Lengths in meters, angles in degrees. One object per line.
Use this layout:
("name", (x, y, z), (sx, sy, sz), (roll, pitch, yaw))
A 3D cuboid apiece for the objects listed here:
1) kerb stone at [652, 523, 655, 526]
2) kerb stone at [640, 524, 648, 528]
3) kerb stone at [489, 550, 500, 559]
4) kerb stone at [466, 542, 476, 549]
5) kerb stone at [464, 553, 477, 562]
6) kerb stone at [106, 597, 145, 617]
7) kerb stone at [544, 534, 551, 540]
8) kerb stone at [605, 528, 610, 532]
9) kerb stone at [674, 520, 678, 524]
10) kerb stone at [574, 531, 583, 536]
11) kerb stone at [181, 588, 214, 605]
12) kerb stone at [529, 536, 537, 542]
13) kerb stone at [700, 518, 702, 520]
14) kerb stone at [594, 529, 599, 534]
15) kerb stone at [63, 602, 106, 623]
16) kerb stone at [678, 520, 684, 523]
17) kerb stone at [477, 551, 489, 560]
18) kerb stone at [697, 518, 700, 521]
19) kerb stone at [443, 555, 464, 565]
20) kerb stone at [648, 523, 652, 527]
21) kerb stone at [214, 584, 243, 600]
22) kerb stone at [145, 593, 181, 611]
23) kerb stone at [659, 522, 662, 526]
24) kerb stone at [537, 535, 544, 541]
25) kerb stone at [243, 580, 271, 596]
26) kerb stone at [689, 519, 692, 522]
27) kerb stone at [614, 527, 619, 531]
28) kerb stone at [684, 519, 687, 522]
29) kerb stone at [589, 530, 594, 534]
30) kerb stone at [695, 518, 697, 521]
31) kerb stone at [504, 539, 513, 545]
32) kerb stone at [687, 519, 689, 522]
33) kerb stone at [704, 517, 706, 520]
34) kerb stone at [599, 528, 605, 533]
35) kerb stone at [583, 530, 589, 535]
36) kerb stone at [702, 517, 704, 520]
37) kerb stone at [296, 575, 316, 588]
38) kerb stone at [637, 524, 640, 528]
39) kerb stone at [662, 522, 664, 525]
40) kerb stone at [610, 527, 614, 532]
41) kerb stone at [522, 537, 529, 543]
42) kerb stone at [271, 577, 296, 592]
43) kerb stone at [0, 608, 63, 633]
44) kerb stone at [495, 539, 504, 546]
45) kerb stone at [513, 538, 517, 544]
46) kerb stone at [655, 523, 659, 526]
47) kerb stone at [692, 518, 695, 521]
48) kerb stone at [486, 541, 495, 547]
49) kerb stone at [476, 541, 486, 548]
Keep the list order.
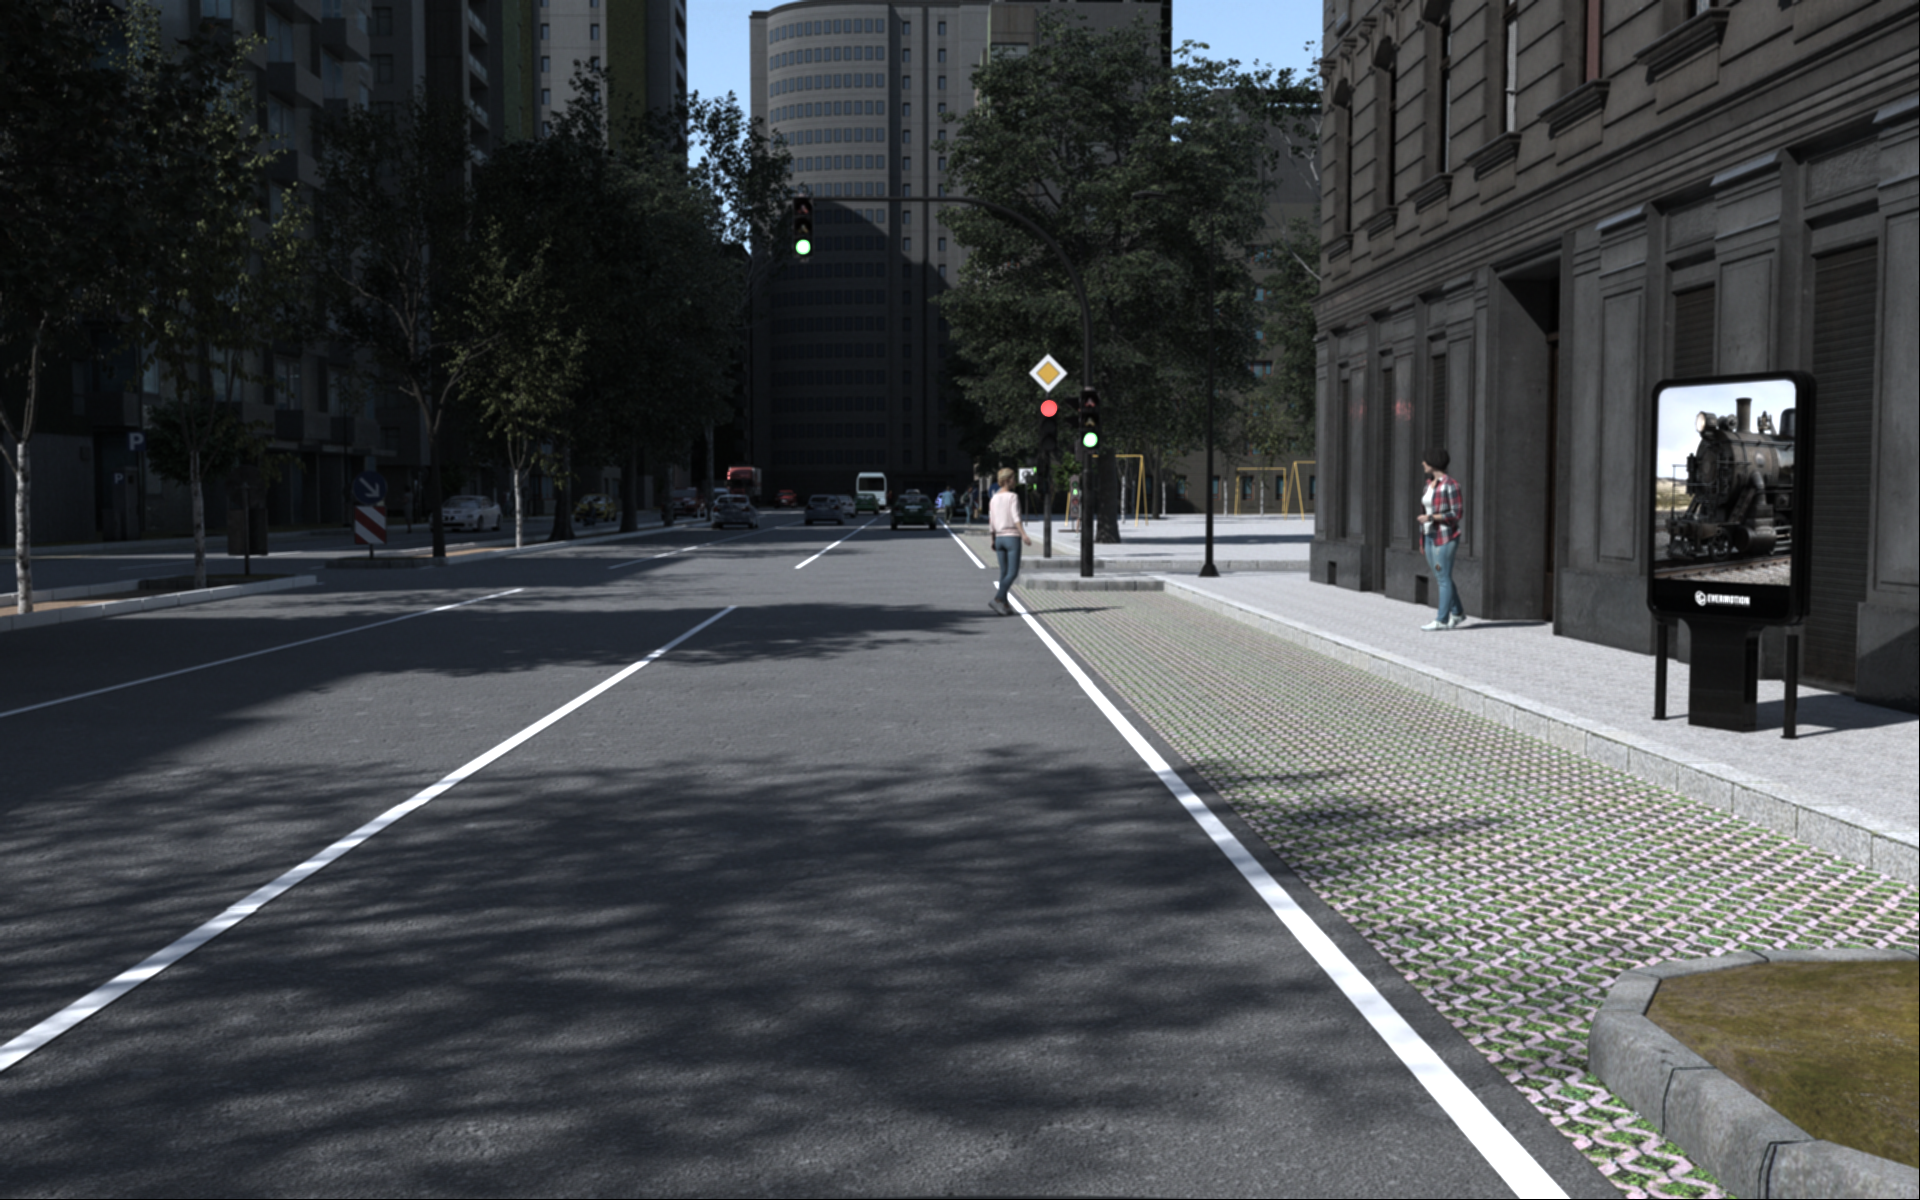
("kerb stone", (-13.527, -3.258, 75.499), (0.120, 0.150, 1.000), (0, 4, -1))
("kerb stone", (-13.470, -3.135, 73.455), (0.120, 0.150, 1.000), (0, 4, -1))
("kerb stone", (-10.500, -1.006, 38.636), (0.120, 0.150, 1.000), (0, 4, -1))
("kerb stone", (-12.757, -1.371, 44.738), (0.120, 0.150, 1.000), (0, 4, -1))
("kerb stone", (-10.450, -0.876, 36.585), (0.120, 0.150, 1.000), (0, 4, -1))
("kerb stone", (-10.055, 0.092, 20.697), (0.120, 0.150, 1.000), (0, 4, -1))
("kerb stone", (-12.986, -1.944, 53.974), (0.120, 0.150, 1.000), (0, 4, -1))
("kerb stone", (-13.244, -2.565, 64.241), (0.120, 0.150, 1.000), (0, 4, -1))
("kerb stone", (-13.708, -3.695, 82.670), (0.120, 0.150, 1.000), (0, 4, -1))
("kerb stone", (-13.115, -2.257, 59.101), (0.120, 0.150, 1.000), (0, 4, -1))
("kerb stone", (-10.099, -0.033, 22.741), (0.120, 0.150, 1.000), (0, 4, -1))
("kerb stone", (-12.935, -1.819, 51.930), (0.120, 0.150, 1.000), (0, 4, -1))
("kerb stone", (-13.937, -4.259, 91.889), (0.120, 0.150, 1.000), (0, 4, -1))
("kerb stone", (-13.193, -2.440, 62.181), (0.120, 0.150, 1.000), (0, 4, -1))
("kerb stone", (-10.026, 0.155, 19.666), (0.120, 0.150, 1.000), (0, 4, -1))
("kerb stone", (-13.761, -3.824, 84.713), (0.120, 0.150, 1.000), (0, 4, -1))
("kerb stone", (-10.477, -0.943, 37.607), (0.120, 0.150, 1.000), (0, 4, -1))
("kerb stone", (-13.918, -4.200, 90.866), (0.120, 0.150, 1.000), (0, 4, -1))
("kerb stone", (-10.425, -0.817, 35.554), (0.120, 0.150, 1.000), (0, 4, -1))
("kerb stone", (-13.496, -3.198, 74.477), (0.120, 0.150, 1.000), (0, 4, -1))
("kerb stone", (-10.126, -0.096, 23.766), (0.120, 0.150, 1.000), (0, 4, -1))
("kerb stone", (-10.081, 0.032, 21.719), (0.120, 0.150, 1.000), (0, 4, -1))
("kerb stone", (-13.582, -3.382, 77.543), (0.120, 0.150, 1.000), (0, 4, -1))
("kerb stone", (-12.953, -1.876, 52.952), (0.120, 0.150, 1.000), (0, 4, -1))
("kerb stone", (-10.152, -0.159, 24.789), (0.120, 0.150, 1.000), (0, 4, -1))
("kerb stone", (-13.833, -4.011, 87.783), (0.120, 0.150, 1.000), (0, 4, -1))
("kerb stone", (-13.295, -2.697, 66.292), (0.120, 0.150, 1.000), (0, 4, -1))
("kerb stone", (-13.779, -3.882, 85.739), (0.120, 0.150, 1.000), (0, 4, -1))
("kerb stone", (-13.170, -2.377, 61.159), (0.120, 0.150, 1.000), (0, 4, -1))
("kerb stone", (-13.885, -4.134, 89.835), (0.120, 0.150, 1.000), (0, 4, -1))
("kerb stone", (-12.854, -1.630, 48.848), (0.120, 0.150, 1.000), (0, 4, -1))
("kerb stone", (-13.807, -3.949, 86.761), (0.120, 0.150, 1.000), (0, 4, -1))
("kerb stone", (-13.986, -4.388, 93.933), (0.120, 0.150, 1.000), (0, 4, -1))
("kerb stone", (-13.217, -2.509, 63.219), (0.120, 0.150, 1.000), (0, 4, -1))
("kerb stone", (-13.137, -2.320, 60.123), (0.120, 0.150, 1.000), (0, 4, -1))
("kerb stone", (-13.966, -4.325, 92.911), (0.120, 0.150, 1.000), (0, 4, -1))
("kerb stone", (-10.206, -0.282, 26.832), (0.120, 0.150, 1.000), (0, 4, -1))
("kerb stone", (-13.419, -3.010, 71.408), (0.120, 0.150, 1.000), (0, 4, -1))
("kerb stone", (-13.603, -3.442, 78.579), (0.120, 0.150, 1.000), (0, 4, -1))
("kerb stone", (-13.268, -2.632, 65.263), (0.120, 0.150, 1.000), (0, 4, -1))
("kerb stone", (-12.910, -1.751, 50.902), (0.120, 0.150, 1.000), (0, 4, -1))
("kerb stone", (-10.181, -0.221, 25.810), (0.120, 0.150, 1.000), (0, 4, -1))
("kerb stone", (-9.997, 0.217, 18.644), (0.120, 0.150, 1.000), (0, 4, -1))
("kerb stone", (-12.837, -1.562, 47.810), (0.120, 0.150, 1.000), (0, 4, -1))
("kerb stone", (-12.880, -1.690, 49.870), (0.120, 0.150, 1.000), (0, 4, -1))
("kerb stone", (-13.551, -3.323, 76.521), (0.120, 0.150, 1.000), (0, 4, -1))
("kerb stone", (-13.863, -4.074, 88.811), (0.120, 0.150, 1.000), (0, 4, -1))
("kerb stone", (-12.810, -1.504, 46.786), (0.120, 0.150, 1.000), (0, 4, -1))
("kerb stone", (-12.779, -1.442, 45.764), (0.120, 0.150, 1.000), (0, 4, -1))
